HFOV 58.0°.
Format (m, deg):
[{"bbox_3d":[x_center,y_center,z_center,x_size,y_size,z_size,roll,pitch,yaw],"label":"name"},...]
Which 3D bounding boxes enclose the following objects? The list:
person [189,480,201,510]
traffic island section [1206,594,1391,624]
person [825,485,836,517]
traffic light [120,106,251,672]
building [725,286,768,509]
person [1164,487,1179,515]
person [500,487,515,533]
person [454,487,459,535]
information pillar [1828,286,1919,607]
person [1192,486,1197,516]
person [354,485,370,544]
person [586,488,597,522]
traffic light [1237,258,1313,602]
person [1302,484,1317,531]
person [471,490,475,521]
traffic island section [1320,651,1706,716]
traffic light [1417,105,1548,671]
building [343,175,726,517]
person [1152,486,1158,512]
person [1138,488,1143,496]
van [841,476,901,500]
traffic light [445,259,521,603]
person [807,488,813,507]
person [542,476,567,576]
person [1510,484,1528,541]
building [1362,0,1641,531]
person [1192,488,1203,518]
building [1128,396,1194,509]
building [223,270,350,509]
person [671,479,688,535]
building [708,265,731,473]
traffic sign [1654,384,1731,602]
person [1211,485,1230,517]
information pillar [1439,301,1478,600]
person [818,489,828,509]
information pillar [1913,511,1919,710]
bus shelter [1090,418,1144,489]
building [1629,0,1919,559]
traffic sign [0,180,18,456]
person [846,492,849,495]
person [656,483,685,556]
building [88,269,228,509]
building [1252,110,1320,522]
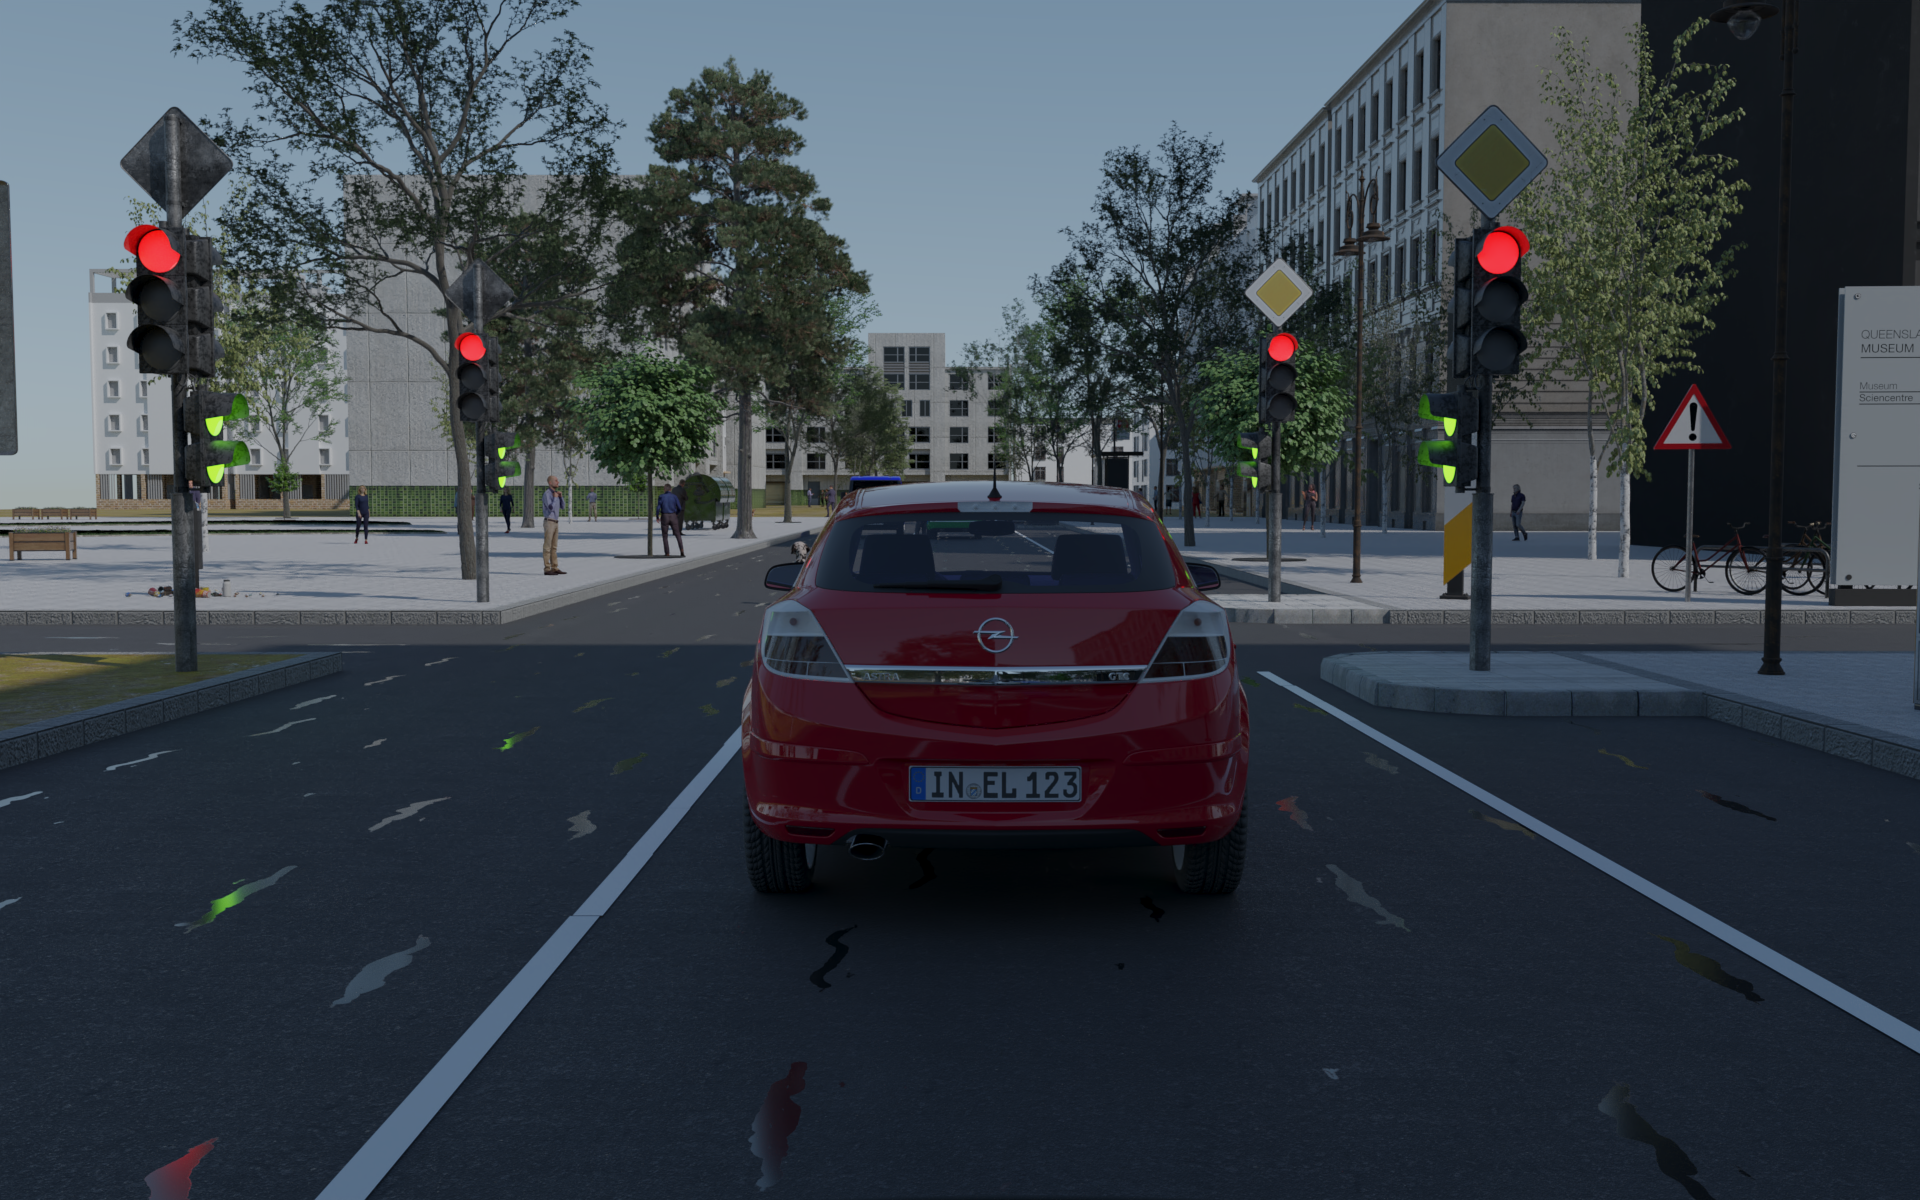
[{"bbox_3d":[-21.644,-2.558,48.790,0.541,1.710,0.530,2,4,27],"label":"person"},{"bbox_3d":[3.762,0.102,20.609,2.009,0.180,2.903,0,4,0],"label":"traffic island section"},{"bbox_3d":[-7.199,-5.431,95.287,0.568,1.767,0.683,2,4,34],"label":"person"},{"bbox_3d":[-5.591,-1.419,12.438,0.839,4.213,0.868,0,4,0],"label":"traffic light"},{"bbox_3d":[-33.806,-17.502,152.616,31.486,18.905,16.747,0,4,0],"label":"building"},{"bbox_3d":[13.096,-6.216,108.466,1.217,1.735,0.721,2,4,25],"label":"person"},{"bbox_3d":[-14.849,-2.946,56.753,0.480,1.512,0.613,-1,4,-21],"label":"person"},{"bbox_3d":[-15.653,-2.819,54.350,0.429,1.552,0.499,1,4,12],"label":"person"},{"bbox_3d":[10.829,-1.737,19.717,1.656,3.620,0.184,0,4,4],"label":"information pillar"},{"bbox_3d":[13.659,-5.820,101.914,0.721,1.743,1.217,0,4,-6],"label":"person"},{"bbox_3d":[-15.422,-2.201,44.568,0.613,1.512,0.480,2,4,28],"label":"person"},{"bbox_3d":[-17.087,-4.422,80.412,0.516,1.574,0.319,-2,4,-29],"label":"person"},{"bbox_3d":[3.722,-1.911,20.496,0.839,4.213,0.868,0,4,0],"label":"traffic light"},{"bbox_3d":[12.298,-3.267,60.928,0.593,1.643,0.415,-2,4,-33],"label":"person"},{"bbox_3d":[-23.584,-4.612,83.713,0.388,1.546,0.482,-1,4,-10],"label":"person"},{"bbox_3d":[3.810,0.591,12.624,2.009,0.180,2.903,0,4,0],"label":"traffic island section"},{"bbox_3d":[3.770,-1.423,12.511,0.839,4.213,0.868,0,4,0],"label":"traffic light"},{"bbox_3d":[-25.786,-15.014,111.930,16.747,18.905,31.486,0,4,0],"label":"building"},{"bbox_3d":[13.010,-6.693,115.451,0.705,1.826,1.348,0,4,0],"label":"person"},{"bbox_3d":[8.629,-4.601,83.236,0.435,1.587,0.963,1,4,15],"label":"person"},{"bbox_3d":[-2.783,-3.254,57.584,2.240,2.365,5.245,0,4,-2],"label":"van"},{"bbox_3d":[-5.639,-1.907,20.423,0.839,4.213,0.868,0,4,0],"label":"traffic light"},{"bbox_3d":[-14.449,-9.895,167.689,0.599,1.838,0.709,-2,4,-31],"label":"person"},{"bbox_3d":[-6.434,-1.183,27.445,0.319,1.574,0.516,1,4,15],"label":"person"},{"bbox_3d":[15.270,-2.383,47.214,0.471,1.553,0.569,1,4,9],"label":"person"},{"bbox_3d":[21.067,-13.396,68.181,9.793,20.994,18.267,0,4,0],"label":"building"},{"bbox_3d":[12.505,-5.121,91.471,0.444,1.614,0.593,-3,5,-42],"label":"person"},{"bbox_3d":[20.527,-12.556,147.444,9.099,9.664,28.070,0,4,0],"label":"building"},{"bbox_3d":[-55.480,-18.119,152.667,11.380,20.091,16.016,0,4,0],"label":"building"},{"bbox_3d":[-8.659,-2.869,53.644,0.565,1.739,0.600,1,4,9],"label":"person"},{"bbox_3d":[-26.258,-16.974,133.950,16.016,20.091,11.380,0,4,0],"label":"building"},{"bbox_3d":[8.669,-1.257,20.556,0.884,2.594,0.081,0,4,6],"label":"traffic sign"},{"bbox_3d":[14.821,-5.638,98.236,0.705,1.823,1.348,-3,5,-41],"label":"person"},{"bbox_3d":[6.116,-1.812,20.986,0.504,3.616,0.183,2,4,28],"label":"information pillar"},{"bbox_3d":[-13.610,-10.029,170.735,0.721,1.735,1.217,-3,5,-42],"label":"person"},{"bbox_3d":[5.852,-0.346,10.148,0.304,2.012,0.304,-1,4,-15],"label":"information pillar"},{"bbox_3d":[7.935,-6.824,89.201,2.179,5.291,8.768,0,4,-1],"label":"bus shelter"},{"bbox_3d":[24.825,-12.677,36.945,15.834,23.373,12.332,0,4,0],"label":"building"},{"bbox_3d":[-7.292,-1.065,11.284,2.265,3.308,0.079,0,3,0],"label":"traffic sign"},{"bbox_3d":[-7.327,-6.575,115.013,0.593,1.643,0.415,-2,4,-35],"label":"person"},{"bbox_3d":[-5.845,-1.615,35.137,0.574,1.496,0.600,0,4,1],"label":"person"},{"bbox_3d":[-66.948,-18.088,152.165,11.380,20.091,16.016,0,4,0],"label":"building"},{"bbox_3d":[20.998,-14.536,86.813,9.793,20.994,18.267,0,4,0],"label":"building"}]
